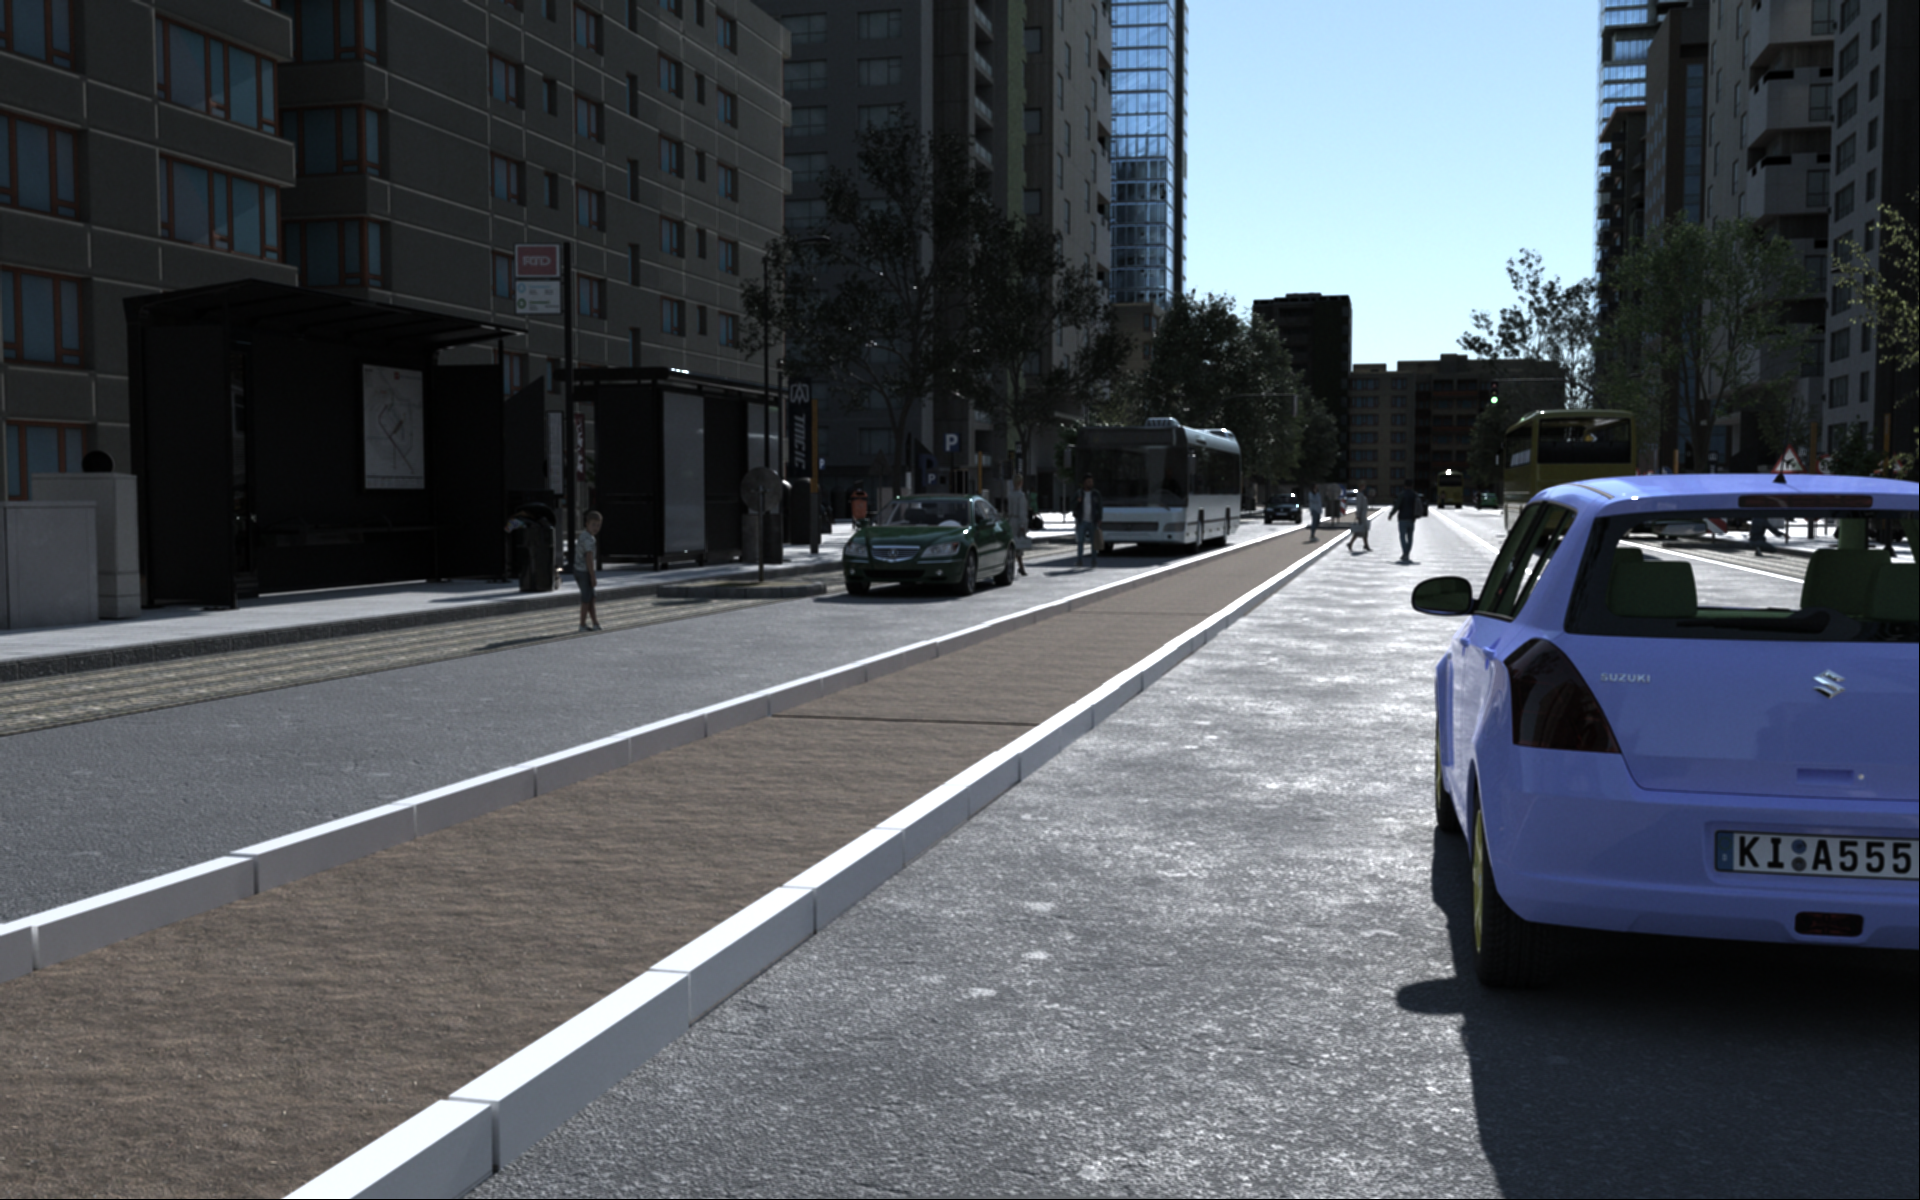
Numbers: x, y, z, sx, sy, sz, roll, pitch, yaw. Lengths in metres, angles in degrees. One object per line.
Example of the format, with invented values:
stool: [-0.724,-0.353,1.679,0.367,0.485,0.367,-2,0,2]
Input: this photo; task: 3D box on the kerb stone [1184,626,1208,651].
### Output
kerb stone: [2.159,0.375,16.071,0.120,0.150,1.000,1,4,14]

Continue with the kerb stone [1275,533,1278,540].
kerb stone: [9.598,-1.903,53.305,0.120,0.150,1.000,1,4,14]

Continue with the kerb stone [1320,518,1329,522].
kerb stone: [18.436,-4.000,87.597,0.120,0.150,1.000,1,4,14]

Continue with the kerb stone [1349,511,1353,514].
kerb stone: [28.426,-6.366,126.280,0.120,0.150,1.000,1,4,14]

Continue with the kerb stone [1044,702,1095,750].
kerb stone: [0.624,0.743,10.114,0.120,0.150,1.000,1,4,14]

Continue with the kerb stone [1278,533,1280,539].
kerb stone: [9.850,-1.963,54.298,0.120,0.150,1.000,1,4,14]

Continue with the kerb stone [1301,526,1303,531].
kerb stone: [12.927,-2.688,66.201,0.120,0.150,1.000,1,4,14]

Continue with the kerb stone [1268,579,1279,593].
kerb stone: [4.467,-0.171,24.998,0.120,0.150,1.000,1,4,14]

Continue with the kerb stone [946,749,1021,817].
kerb stone: [0.108,0.860,8.131,0.120,0.150,1.000,1,4,14]

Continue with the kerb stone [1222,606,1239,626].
kerb stone: [2.934,0.196,19.041,0.120,0.150,1.000,1,4,14]

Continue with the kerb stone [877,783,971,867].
kerb stone: [-0.146,0.921,7.141,0.120,0.150,1.000,1,4,14]

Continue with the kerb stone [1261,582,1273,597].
kerb stone: [4.210,-0.110,24.009,0.120,0.150,1.000,1,4,14]

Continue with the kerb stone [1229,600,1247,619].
kerb stone: [3.186,0.132,20.032,0.120,0.150,1.000,1,4,14]

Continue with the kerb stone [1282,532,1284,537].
kerb stone: [10.361,-2.085,56.277,0.120,0.150,1.000,1,4,14]

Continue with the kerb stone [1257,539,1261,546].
kerb stone: [8.054,-1.537,47.357,0.120,0.150,1.000,1,4,14]

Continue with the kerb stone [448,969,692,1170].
kerb stone: [-0.907,1.103,4.162,0.120,0.150,1.000,1,4,14]

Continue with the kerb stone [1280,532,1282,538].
kerb stone: [10.109,-2.022,55.287,0.120,0.150,1.000,1,4,14]

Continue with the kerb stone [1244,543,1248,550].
kerb stone: [7.040,-1.296,43.390,0.120,0.150,1.000,1,4,14]

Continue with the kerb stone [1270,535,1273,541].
kerb stone: [9.090,-1.779,51.319,0.120,0.150,1.000,1,4,14]

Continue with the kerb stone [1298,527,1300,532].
kerb stone: [12.414,-2.570,64.216,0.120,0.150,1.000,1,4,14]

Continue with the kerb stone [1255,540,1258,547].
kerb stone: [7.802,-1.478,46.362,0.120,0.150,1.000,1,4,14]

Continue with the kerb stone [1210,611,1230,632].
kerb stone: [2.673,0.253,18.052,0.120,0.150,1.000,1,4,14]

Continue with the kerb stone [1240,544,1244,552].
kerb stone: [6.789,-1.236,42.399,0.120,0.150,1.000,1,4,14]

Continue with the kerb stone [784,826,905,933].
kerb stone: [-0.401,0.982,6.144,0.120,0.150,1.000,1,4,14]

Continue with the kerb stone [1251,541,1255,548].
kerb stone: [7.552,-1.417,45.370,0.120,0.150,1.000,1,4,14]

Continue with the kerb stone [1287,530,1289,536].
kerb stone: [10.879,-2.206,58.257,0.120,0.150,1.000,1,4,14]

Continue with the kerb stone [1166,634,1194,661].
kerb stone: [1.898,0.435,15.083,0.120,0.150,1.000,1,4,14]

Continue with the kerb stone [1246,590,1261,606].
kerb stone: [3.695,0.010,22.030,0.120,0.150,1.000,1,4,14]

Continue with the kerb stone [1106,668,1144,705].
kerb stone: [1.135,0.618,12.098,0.120,0.150,1.000,1,4,14]

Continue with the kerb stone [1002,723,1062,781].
kerb stone: [0.370,0.802,9.119,0.120,0.150,1.000,1,4,14]

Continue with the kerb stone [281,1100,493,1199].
kerb stone: [-1.167,1.163,3.174,0.120,0.150,1.000,1,4,14]

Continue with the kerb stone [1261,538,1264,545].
kerb stone: [8.321,-1.587,48.344,0.120,0.150,1.000,1,4,14]

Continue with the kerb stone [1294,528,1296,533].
kerb stone: [11.900,-2.449,62.236,0.120,0.150,1.000,1,4,14]

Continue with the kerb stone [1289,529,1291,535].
kerb stone: [11.133,-2.267,59.254,0.120,0.150,1.000,1,4,14]

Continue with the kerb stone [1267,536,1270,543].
kerb stone: [8.833,-1.721,50.330,0.120,0.150,1.000,1,4,14]

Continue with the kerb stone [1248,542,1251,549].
kerb stone: [7.299,-1.357,44.379,0.120,0.150,1.000,1,4,14]

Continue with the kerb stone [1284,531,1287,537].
kerb stone: [10.618,-2.145,57.269,0.120,0.150,1.000,1,4,14]

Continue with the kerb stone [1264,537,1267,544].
kerb stone: [8.571,-1.660,49.339,0.120,0.150,1.000,1,4,14]

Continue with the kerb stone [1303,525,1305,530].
kerb stone: [13.180,-2.747,67.192,0.120,0.150,1.000,1,4,14]

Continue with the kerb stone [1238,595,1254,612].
kerb stone: [3.438,0.071,21.029,0.120,0.150,1.000,1,4,14]

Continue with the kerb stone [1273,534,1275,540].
kerb stone: [9.338,-1.842,52.311,0.120,0.150,1.000,1,4,14]

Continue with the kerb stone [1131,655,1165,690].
kerb stone: [1.398,0.557,13.086,0.120,0.150,1.000,1,4,14]

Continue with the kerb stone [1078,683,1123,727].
kerb stone: [0.887,0.681,11.107,0.120,0.150,1.000,1,4,14]

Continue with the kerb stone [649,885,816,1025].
kerb stone: [-0.659,1.042,5.155,0.120,0.150,1.000,1,4,14]

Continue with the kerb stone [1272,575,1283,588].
kerb stone: [4.719,-0.232,25.995,0.120,0.150,1.000,1,4,14]

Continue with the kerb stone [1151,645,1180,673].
kerb stone: [1.644,0.501,14.078,0.120,0.150,1.000,1,4,14]

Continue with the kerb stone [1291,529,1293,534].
kerb stone: [11.387,-2.318,60.250,0.120,0.150,1.000,1,4,14]

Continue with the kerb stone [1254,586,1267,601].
kerb stone: [3.950,-0.050,23.020,0.120,0.150,1.000,1,4,14]

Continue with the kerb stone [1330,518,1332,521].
kerb stone: [19.220,-4.181,90.566,0.120,0.150,1.000,1,4,14]

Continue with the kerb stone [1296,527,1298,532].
kerb stone: [12.161,-2.509,63.225,0.120,0.150,1.000,1,4,14]

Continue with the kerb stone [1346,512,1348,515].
kerb stone: [25.360,-5.637,114.381,0.120,0.150,1.000,1,4,14]

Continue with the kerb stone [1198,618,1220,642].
kerb stone: [2.421,0.314,17.059,0.120,0.150,1.000,1,4,14]
